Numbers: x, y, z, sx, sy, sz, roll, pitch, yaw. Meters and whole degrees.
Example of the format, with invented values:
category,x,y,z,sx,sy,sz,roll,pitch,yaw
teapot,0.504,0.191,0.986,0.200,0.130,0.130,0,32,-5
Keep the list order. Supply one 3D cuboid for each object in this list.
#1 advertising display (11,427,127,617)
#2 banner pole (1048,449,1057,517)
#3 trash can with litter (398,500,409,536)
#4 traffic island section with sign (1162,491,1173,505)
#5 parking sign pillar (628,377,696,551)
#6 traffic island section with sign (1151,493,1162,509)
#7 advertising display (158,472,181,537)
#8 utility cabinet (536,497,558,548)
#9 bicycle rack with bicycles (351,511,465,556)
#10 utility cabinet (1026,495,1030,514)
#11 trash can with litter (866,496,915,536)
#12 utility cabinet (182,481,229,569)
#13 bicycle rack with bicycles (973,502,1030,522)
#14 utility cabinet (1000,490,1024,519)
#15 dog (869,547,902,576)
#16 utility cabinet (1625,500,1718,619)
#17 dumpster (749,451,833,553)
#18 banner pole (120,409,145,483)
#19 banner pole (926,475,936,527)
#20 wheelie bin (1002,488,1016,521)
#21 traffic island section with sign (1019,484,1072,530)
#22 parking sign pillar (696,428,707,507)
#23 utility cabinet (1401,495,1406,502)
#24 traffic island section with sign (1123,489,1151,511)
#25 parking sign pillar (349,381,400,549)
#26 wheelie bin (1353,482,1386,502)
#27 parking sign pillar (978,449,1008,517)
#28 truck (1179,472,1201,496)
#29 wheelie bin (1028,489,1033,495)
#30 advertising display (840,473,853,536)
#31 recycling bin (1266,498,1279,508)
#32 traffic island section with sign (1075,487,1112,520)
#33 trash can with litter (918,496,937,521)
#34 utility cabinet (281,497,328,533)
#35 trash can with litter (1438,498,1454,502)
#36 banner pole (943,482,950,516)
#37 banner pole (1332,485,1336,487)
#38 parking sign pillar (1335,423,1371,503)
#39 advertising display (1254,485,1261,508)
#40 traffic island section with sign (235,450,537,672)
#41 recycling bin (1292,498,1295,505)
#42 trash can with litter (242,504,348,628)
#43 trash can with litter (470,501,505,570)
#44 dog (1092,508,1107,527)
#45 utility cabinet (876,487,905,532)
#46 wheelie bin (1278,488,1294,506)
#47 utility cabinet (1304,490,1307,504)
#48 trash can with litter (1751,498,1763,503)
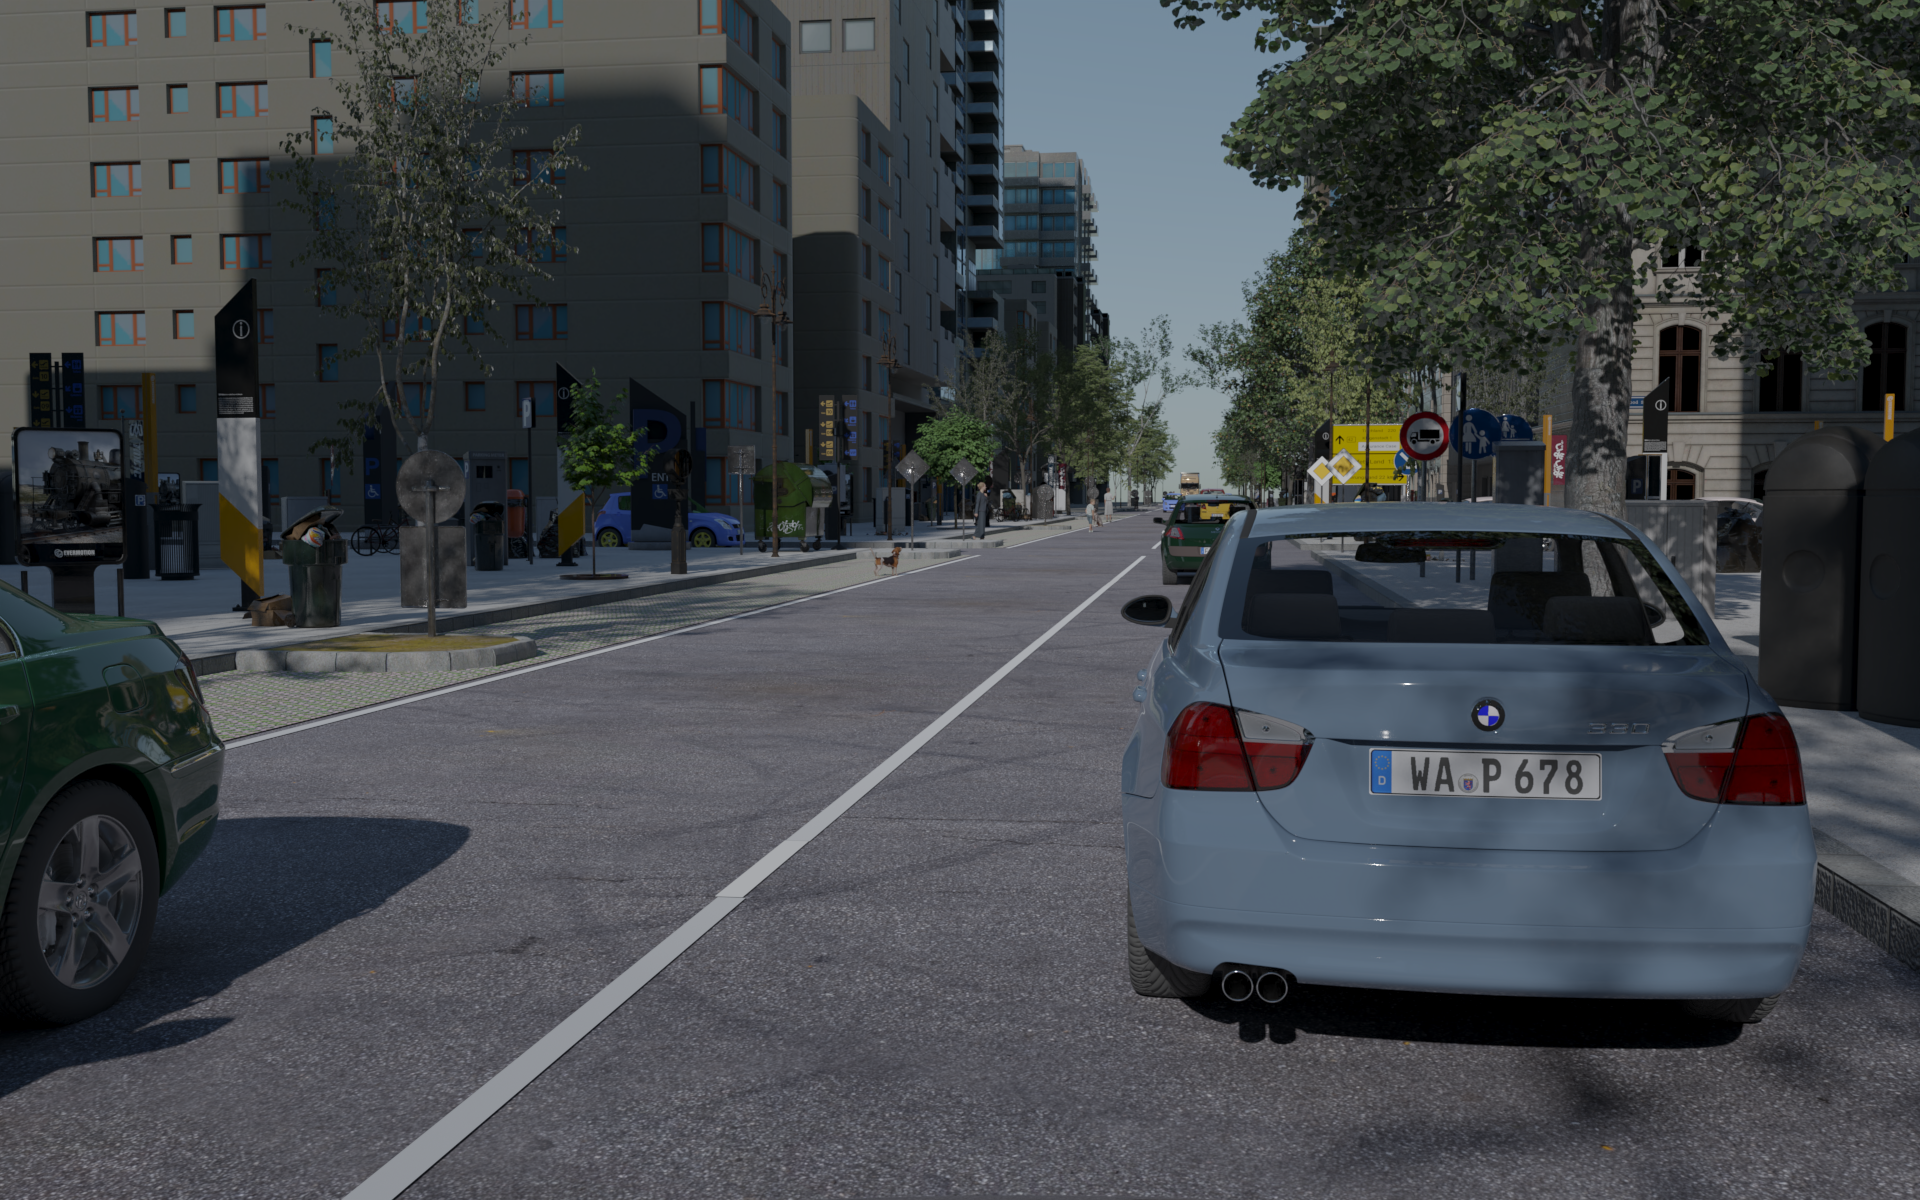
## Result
category,x,y,z,sx,sy,sz,roll,pitch,yaw
advertising display,-8.649,-0.712,16.850,0.974,1.923,0.123,-3,4,-39
banner pole,5.162,-6.493,96.175,0.401,3.779,0.863,-3,5,-42
trash can with litter,-16.482,-2.376,50.234,0.624,1.170,1.055,3,5,42
traffic island section with sign,26.888,-13.316,226.338,1.989,1.847,2.006,1,4,8
parking sign pillar,-6.935,-3.145,39.899,1.447,3.967,1.447,-1,4,-13
traffic island section with sign,18.780,-10.002,172.155,1.989,1.847,2.006,1,4,8
advertising display,-23.584,-2.822,51.361,0.123,1.923,0.974,2,4,33
utility cabinet,-9.478,-1.818,40.880,1.020,1.237,0.306,-1,4,-15
bicycle rack with bicycles,-11.654,-1.451,37.103,2.925,0.926,2.852,-2,4,-26
utility cabinet,4.061,-5.137,95.153,1.020,1.237,0.306,-2,4,-25
trash can with litter,-2.091,-2.641,54.235,1.678,1.210,2.233,1,4,8
utility cabinet,-12.621,-1.281,29.622,1.173,1.500,0.318,-2,4,-35
bicycle rack with bicycles,2.073,-4.088,80.226,2.925,0.926,2.852,-3,4,-38
utility cabinet,2.660,-4.885,88.540,1.173,1.500,0.318,0,4,1
dog,-1.286,-0.666,30.177,0.406,0.507,0.540,1,4,21
utility cabinet,7.303,-0.419,18.016,0.306,1.237,1.020,-3,5,-40
dumpster,-3.776,-2.209,38.619,1.502,2.255,1.985,1,4,8
banner pole,-24.466,-3.742,51.193,0.401,3.779,0.863,3,5,41
banner pole,-1.207,-4.810,68.658,0.401,3.779,0.863,-1,4,-22
wheelie bin,2.368,-4.649,83.921,0.693,1.594,0.980,0,4,-6
traffic island section with sign,3.468,-3.739,69.762,1.989,1.847,2.006,1,4,8
parking sign pillar,-7.726,-3.825,51.014,1.447,3.967,1.447,-1,4,-9
utility cabinet,21.085,-4.342,82.159,0.306,1.237,1.020,-2,4,-27
traffic island section with sign,14.662,-8.320,144.656,1.989,1.847,2.006,1,4,8
parking sign pillar,-13.611,-3.192,40.666,1.447,3.967,1.447,0,4,-2
wheelie bin,11.117,-2.386,46.920,0.980,1.594,0.693,-3,5,-42
parking sign pillar,2.110,-6.721,98.366,1.447,3.967,1.447,-3,4,-37
truck,30.106,-14.549,226.787,2.839,4.237,11.283,0,4,8
wheelie bin,4.849,-6.471,113.708,0.980,1.594,0.693,-2,4,-24
advertising display,-3.658,-2.937,53.241,0.974,1.923,0.123,3,5,41
recycling bin,18.636,-5.528,102.940,0.722,1.027,0.722,0,4,-3
traffic island section with sign,7.453,-5.375,96.502,1.989,1.847,2.006,1,4,8
trash can with litter,-1.477,-4.304,81.761,0.624,1.170,1.055,3,5,40
utility cabinet,-15.475,-1.820,40.913,0.306,1.237,1.020,3,5,42
trash can with litter,13.545,-2.303,49.038,0.624,1.170,1.055,-1,4,-11
banner pole,-1.010,-6.943,103.542,0.863,3.779,0.401,1,4,21
banner pole,14.278,-4.649,66.032,0.401,3.779,0.863,-1,4,-20
parking sign pillar,14.536,-4.616,63.946,1.447,3.967,1.447,1,4,14
advertising display,20.421,-6.955,118.927,0.123,1.923,0.974,-1,4,-10
traffic island section with sign,-4.754,-0.378,14.812,1.989,1.847,2.006,1,4,8
recycling bin,20.377,-5.735,106.317,0.722,1.027,0.722,-2,4,-35
trash can with litter,-6.456,-0.327,16.727,1.055,1.170,0.624,1,4,18
trash can with litter,-8.035,-1.089,29.198,0.624,1.170,1.055,-2,4,-26
dog,6.162,-3.631,76.207,0.800,0.831,0.513,0,4,4
utility cabinet,-2.328,-3.009,57.872,0.318,1.500,1.173,3,4,38
wheelie bin,18.080,-5.397,96.143,0.693,1.594,0.980,-3,4,-37
utility cabinet,19.750,-5.427,97.408,0.318,1.500,1.173,3,4,37
trash can with litter,20.775,-2.023,44.458,0.624,1.170,1.055,-2,4,-28
